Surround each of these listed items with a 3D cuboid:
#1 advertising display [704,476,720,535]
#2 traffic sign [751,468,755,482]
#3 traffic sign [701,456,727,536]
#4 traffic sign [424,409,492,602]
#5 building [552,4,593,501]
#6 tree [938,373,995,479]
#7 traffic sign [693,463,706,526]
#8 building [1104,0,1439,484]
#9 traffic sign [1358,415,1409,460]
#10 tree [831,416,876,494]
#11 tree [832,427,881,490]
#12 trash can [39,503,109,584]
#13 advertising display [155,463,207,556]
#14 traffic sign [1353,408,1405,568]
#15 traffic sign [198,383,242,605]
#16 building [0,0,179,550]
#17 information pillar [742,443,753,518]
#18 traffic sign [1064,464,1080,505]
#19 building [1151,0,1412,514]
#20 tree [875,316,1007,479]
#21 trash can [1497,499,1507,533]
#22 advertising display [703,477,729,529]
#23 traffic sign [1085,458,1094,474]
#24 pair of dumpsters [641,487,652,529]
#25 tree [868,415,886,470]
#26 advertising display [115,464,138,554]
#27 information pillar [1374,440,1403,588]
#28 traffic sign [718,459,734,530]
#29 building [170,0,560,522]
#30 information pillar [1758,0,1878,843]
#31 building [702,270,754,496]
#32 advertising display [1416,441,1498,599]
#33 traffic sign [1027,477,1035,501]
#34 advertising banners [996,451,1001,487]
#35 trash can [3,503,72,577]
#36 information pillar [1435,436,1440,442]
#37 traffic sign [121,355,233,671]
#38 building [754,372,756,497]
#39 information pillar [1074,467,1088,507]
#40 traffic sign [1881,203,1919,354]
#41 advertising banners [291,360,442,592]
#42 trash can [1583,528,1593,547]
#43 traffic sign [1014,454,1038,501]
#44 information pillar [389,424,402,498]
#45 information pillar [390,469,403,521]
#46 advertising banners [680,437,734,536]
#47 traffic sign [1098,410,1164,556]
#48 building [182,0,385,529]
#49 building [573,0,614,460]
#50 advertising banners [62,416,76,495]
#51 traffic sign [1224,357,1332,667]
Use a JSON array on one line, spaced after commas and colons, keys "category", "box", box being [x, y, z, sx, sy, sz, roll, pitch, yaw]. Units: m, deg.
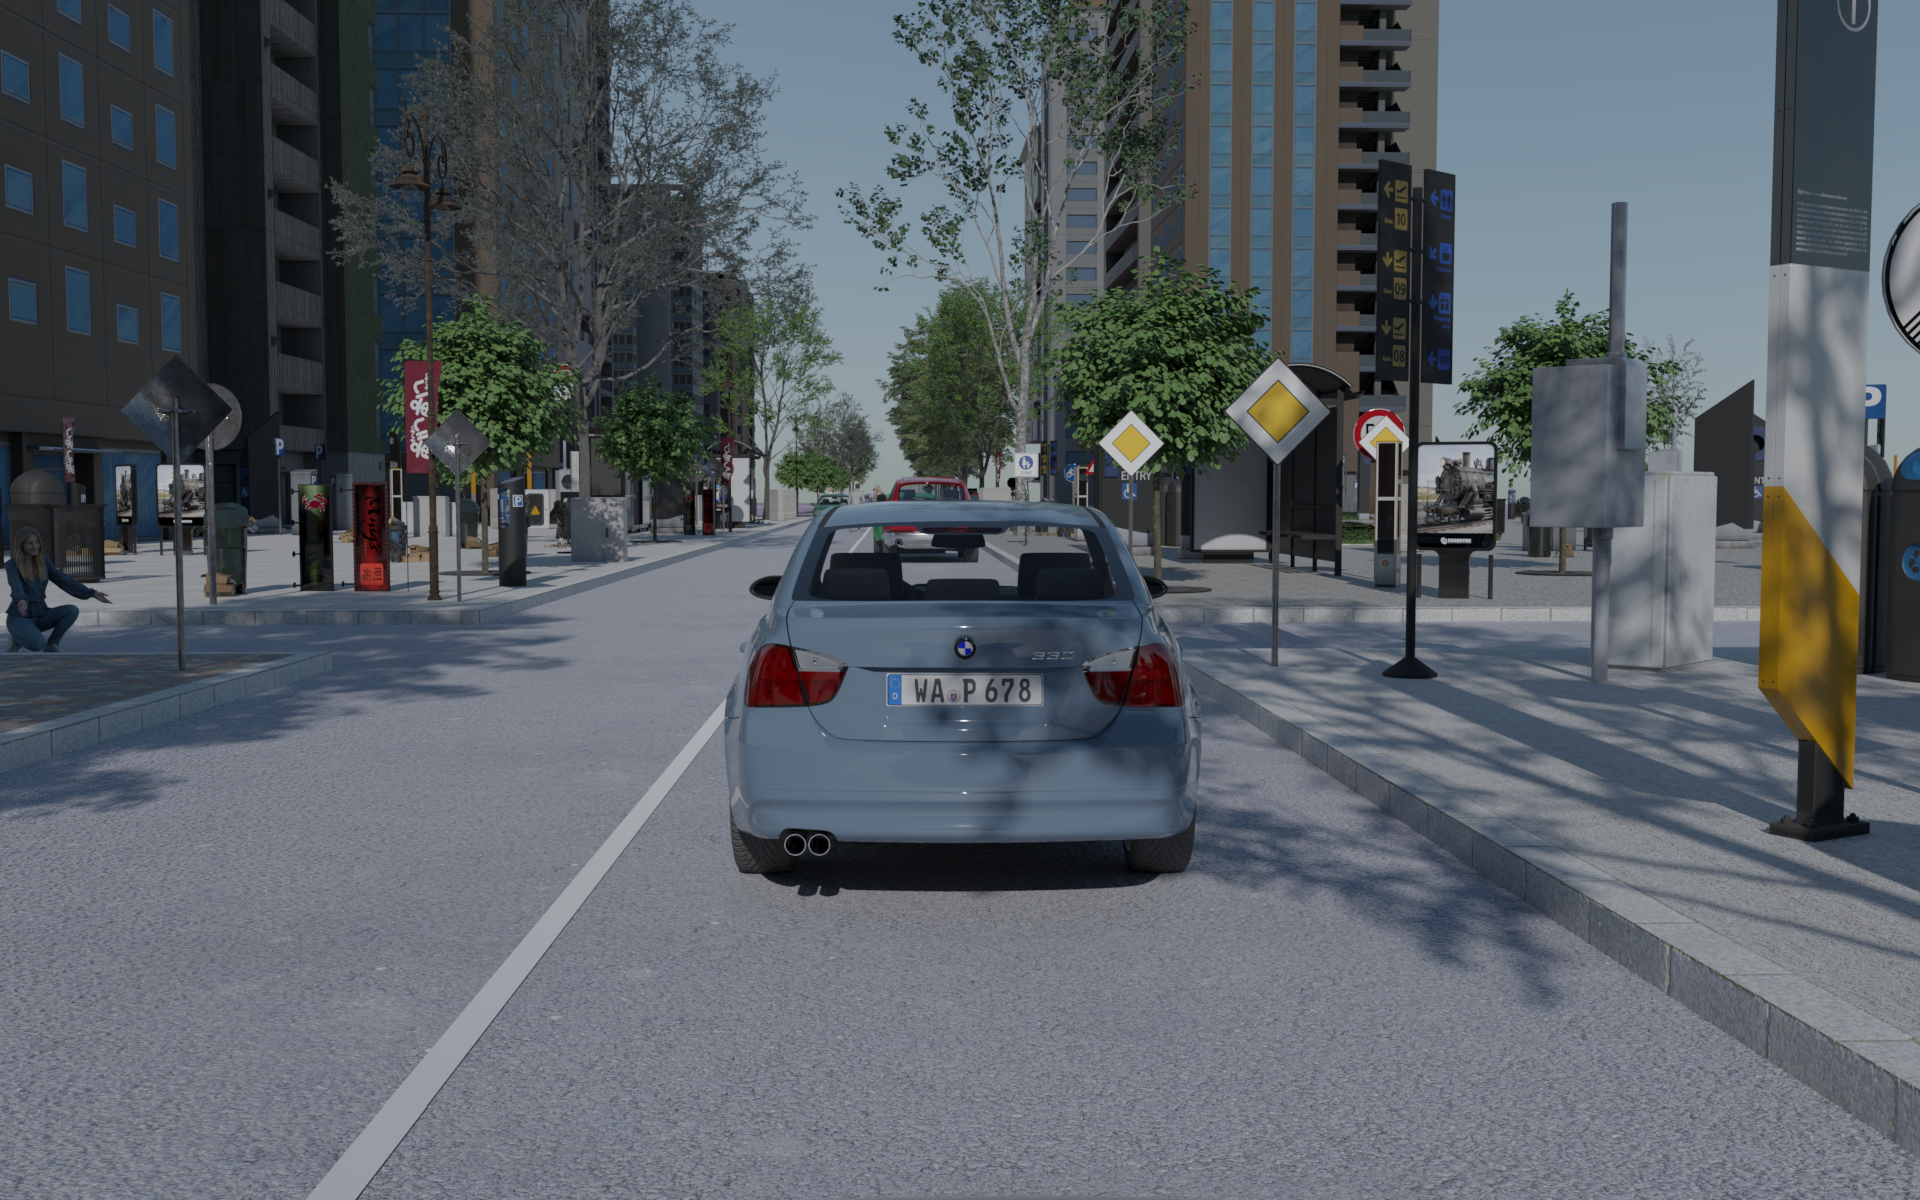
[{"category": "advertising display", "box": [-7.880, -3.043, 54.969, 0.123, 1.923, 0.974, -1, 4, -19]}, {"category": "traffic sign", "box": [-9.774, -4.851, 79.416, 0.768, 2.556, 0.104, 0, 4, 7]}, {"category": "traffic sign", "box": [-7.465, -3.141, 52.538, 0.795, 2.450, 0.064, 0, 4, 1]}, {"category": "traffic sign", "box": [-5.944, -1.032, 20.516, 0.795, 2.450, 0.064, 0, 4, -2]}, {"category": "building", "box": [-38.469, -31.717, 107.820, 28.713, 52.752, 27.495, 0, 4, -2]}, {"category": "tree", "box": [0.233, -9.091, 98.994, 4.737, 8.622, 4.395, 0, 3, 0]}, {"category": "traffic sign", "box": [-10.732, -4.308, 70.541, 0.768, 2.556, 0.104, 0, 4, 3]}, {"category": "building", "box": [22.833, -31.092, 132.058, 21.300, 48.544, 21.600, 0, 4, -2]}, {"category": "traffic sign", "box": [6.243, -1.485, 25.465, 0.795, 2.450, 0.064, 0, 4, 3]}, {"category": "tree", "box": [-15.502, -20.316, 250.287, 7.486, 12.596, 7.792, 0, 3, 0]}, {"category": "tree", "box": [-14.666, -18.417, 235.527, 8.767, 10.594, 7.601, 1, 4, 9]}, {"category": "trash can", "box": [-12.667, -0.814, 24.962, 0.748, 1.137, 0.748, 0, 3, 0]}, {"category": "advertising display", "box": [-16.241, -1.892, 36.155, 0.974, 1.923, 0.123, -1, 4, -13]}, {"category": "traffic sign", "box": [6.242, -1.576, 25.879, 0.768, 2.556, 0.104, 0, 4, 2]}, {"category": "traffic sign", "box": [-8.652, -1.216, 19.991, 0.768, 2.556, 0.104, 0, 4, 8]}, {"category": "building", "box": [-28.265, -23.889, 40.700, 14.600, 45.320, 14.200, 0, 4, -2]}, {"category": "information pillar", "box": [-9.802, -5.429, 80.118, 0.504, 3.616, 0.183, 0, 4, 1]}, {"category": "traffic sign", "box": [4.788, -4.477, 73.307, 0.768, 2.556, 0.104, 0, 4, 4]}, {"category": "building", "box": [20.571, -28.384, 114.196, 14.600, 45.320, 14.200, 0, 4, -2]}, {"category": "tree", "box": [-0.876, -12.699, 114.287, 9.857, 13.997, 8.962, 0, 3, 0]}, {"category": "trash can", "box": [16.834, -2.620, 54.488, 0.748, 1.137, 0.748, 0, 3, 0]}, {"category": "advertising display", "box": [-8.916, -3.554, 63.324, 0.974, 1.923, 0.123, 1, 4, 10]}, {"category": "traffic sign", "box": [3.789, -2.845, 46.514, 0.884, 2.594, 0.081, 0, 4, 3]}, {"category": "pair of dumpsters", "box": [-12.109, -3.757, 63.925, 1.574, 2.255, 4.437, 0, 4, -2]}, {"category": "tree", "box": [-13.869, -17.927, 203.473, 12.009, 13.543, 11.850, 0, 3, 0]}, {"category": "advertising display", "box": [-18.105, -1.983, 37.630, 0.974, 1.923, 0.123, 3, 5, 45]}, {"category": "information pillar", "box": [5.910, -1.186, 23.888, 0.304, 2.012, 0.304, 2, 4, 27]}, {"category": "traffic sign", "box": [-8.399, -3.753, 61.470, 0.768, 2.556, 0.104, 0, 4, -2]}, {"category": "building", "box": [-28.247, -26.596, 84.954, 14.600, 45.320, 14.200, 0, 4, -2]}, {"category": "information pillar", "box": [3.172, -0.919, 6.383, 0.504, 3.616, 0.183, -2, 4, -30]}, {"category": "building", "box": [-34.808, -27.660, 223.946, 14.160, 30.474, 14.107, 0, 4, -2]}, {"category": "advertising display", "box": [6.075, -0.981, 21.245, 0.974, 1.923, 0.123, 1, 4, 21]}, {"category": "traffic sign", "box": [2.826, -4.427, 72.495, 0.768, 2.556, 0.104, 0, 4, 1]}, {"category": "advertising banners", "box": [1.275, -4.635, 71.963, 0.090, 3.025, 2.074, -1, 4, -22]}, {"category": "trash can", "box": [-14.081, -0.895, 26.285, 0.748, 1.137, 0.748, 0, 3, 0]}, {"category": "information pillar", "box": [19.289, -4.803, 69.889, 0.183, 3.616, 0.504, -1, 4, -12]}, {"category": "traffic sign", "box": [-5.655, -0.544, 12.536, 0.795, 2.450, 0.064, 0, 4, -2]}, {"category": "building", "box": [-35.768, -28.520, 238.001, 14.160, 30.474, 14.107, 0, 4, -2]}, {"category": "information pillar", "box": [3.284, -2.602, 47.043, 0.304, 2.012, 0.304, -1, 4, -15]}, {"category": "traffic sign", "box": [4.153, -0.432, 7.173, 0.768, 2.556, 0.104, 0, 4, 0]}, {"category": "advertising banners", "box": [-7.760, -1.621, 22.696, 2.074, 3.025, 0.090, 0, 4, 5]}, {"category": "trash can", "box": [15.438, -1.854, 41.962, 0.748, 1.137, 0.748, 0, 3, 0]}, {"category": "traffic sign", "box": [1.639, -2.503, 43.046, 0.606, 2.300, 0.079, 0, 4, 4]}, {"category": "information pillar", "box": [-18.890, -4.070, 57.897, 0.504, 3.616, 0.183, 3, 4, 39]}, {"category": "information pillar", "box": [-16.315, -2.793, 50.161, 0.304, 2.012, 0.304, -1, 4, -23]}, {"category": "advertising banners", "box": [-7.828, -3.520, 53.732, 2.074, 3.025, 0.090, 2, 4, 29]}, {"category": "traffic sign", "box": [2.046, -1.048, 20.783, 0.795, 2.450, 0.064, 0, 4, -2]}, {"category": "building", "box": [-30.366, -17.829, 63.204, 14.160, 30.474, 14.107, 0, 4, -2]}, {"category": "building", "box": [-35.381, -42.394, 131.392, 20.563, 71.187, 20.611, 0, 4, -2]}, {"category": "advertising banners", "box": [-20.127, -2.576, 38.308, 0.090, 3.025, 2.074, 0, 4, 6]}, {"category": "traffic sign", "box": [2.334, -0.560, 12.803, 0.795, 2.450, 0.064, 0, 4, -2]}]
